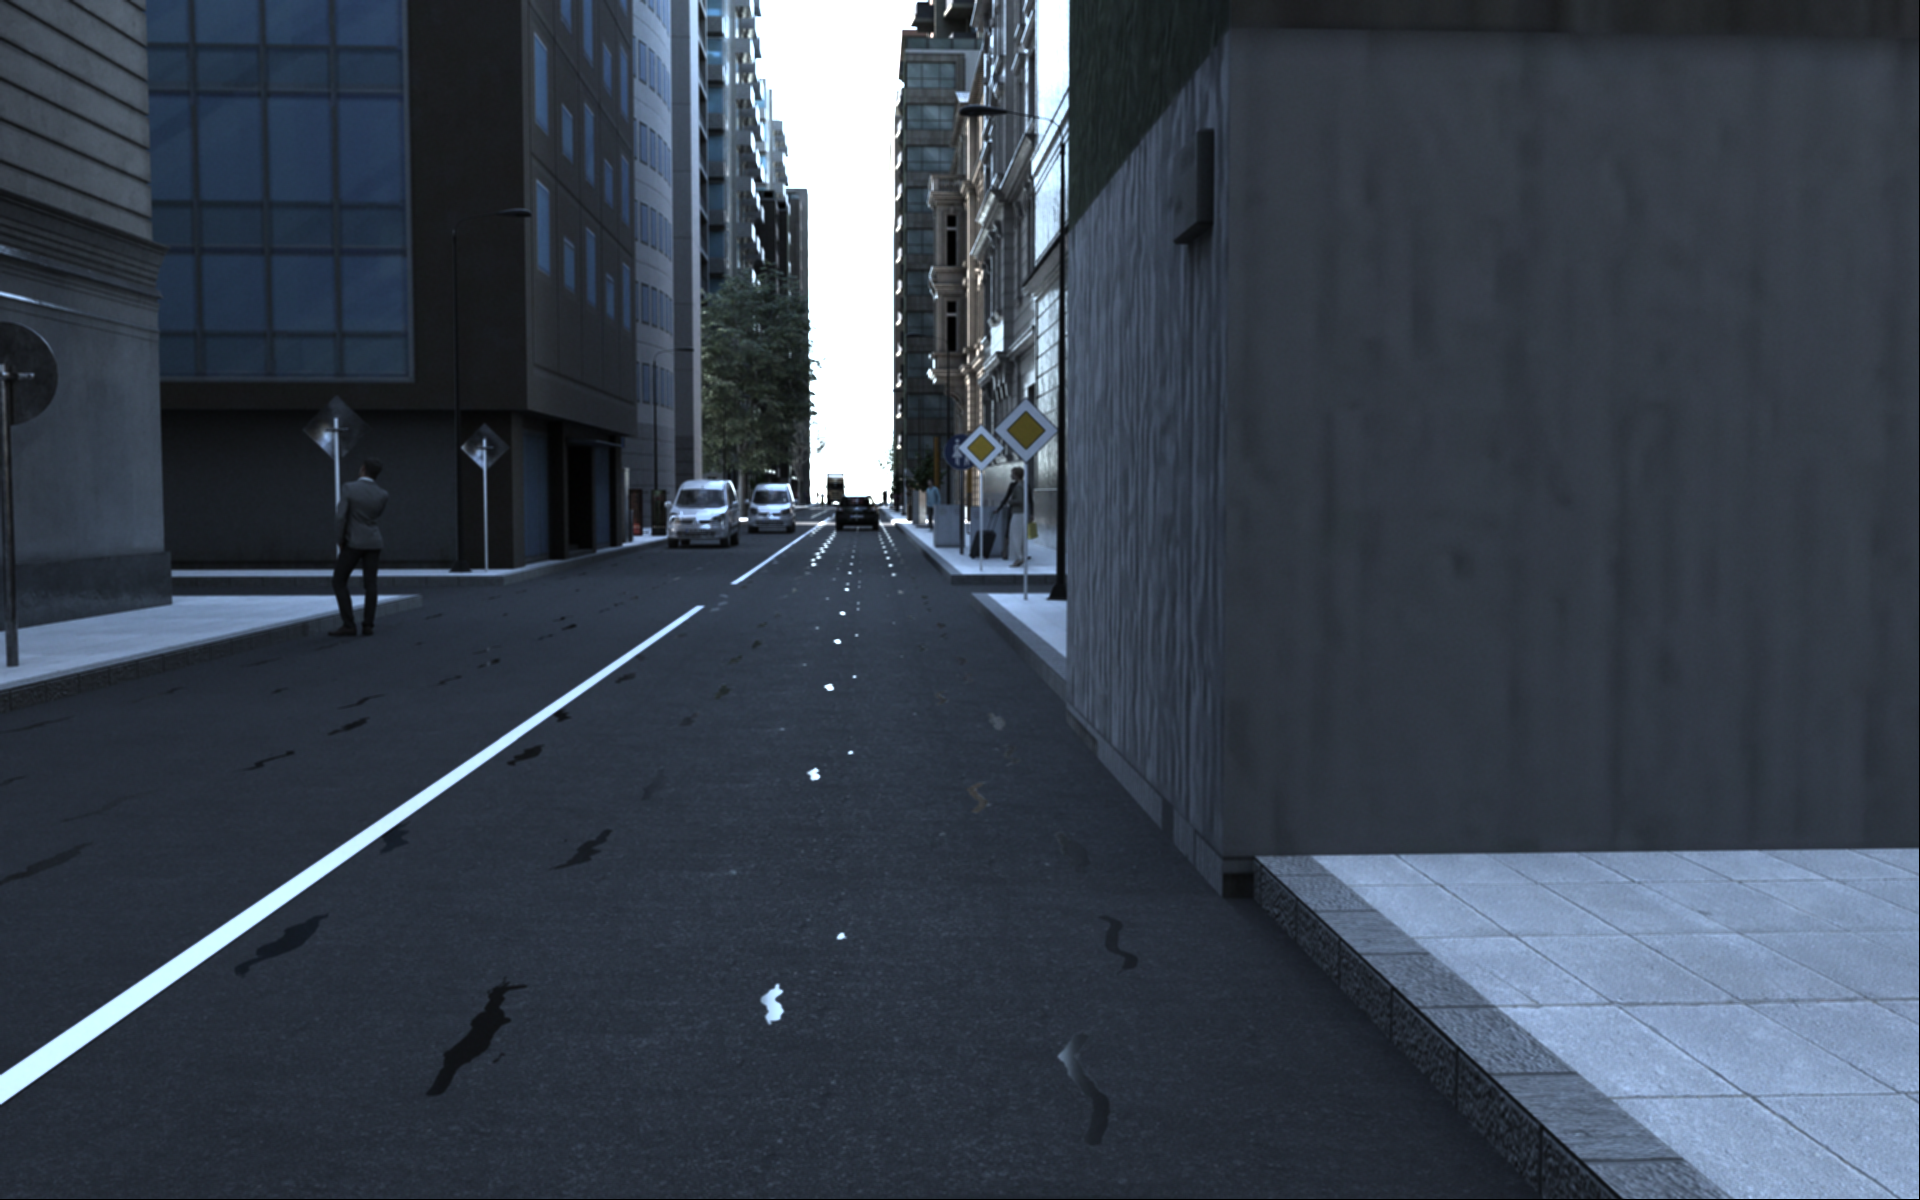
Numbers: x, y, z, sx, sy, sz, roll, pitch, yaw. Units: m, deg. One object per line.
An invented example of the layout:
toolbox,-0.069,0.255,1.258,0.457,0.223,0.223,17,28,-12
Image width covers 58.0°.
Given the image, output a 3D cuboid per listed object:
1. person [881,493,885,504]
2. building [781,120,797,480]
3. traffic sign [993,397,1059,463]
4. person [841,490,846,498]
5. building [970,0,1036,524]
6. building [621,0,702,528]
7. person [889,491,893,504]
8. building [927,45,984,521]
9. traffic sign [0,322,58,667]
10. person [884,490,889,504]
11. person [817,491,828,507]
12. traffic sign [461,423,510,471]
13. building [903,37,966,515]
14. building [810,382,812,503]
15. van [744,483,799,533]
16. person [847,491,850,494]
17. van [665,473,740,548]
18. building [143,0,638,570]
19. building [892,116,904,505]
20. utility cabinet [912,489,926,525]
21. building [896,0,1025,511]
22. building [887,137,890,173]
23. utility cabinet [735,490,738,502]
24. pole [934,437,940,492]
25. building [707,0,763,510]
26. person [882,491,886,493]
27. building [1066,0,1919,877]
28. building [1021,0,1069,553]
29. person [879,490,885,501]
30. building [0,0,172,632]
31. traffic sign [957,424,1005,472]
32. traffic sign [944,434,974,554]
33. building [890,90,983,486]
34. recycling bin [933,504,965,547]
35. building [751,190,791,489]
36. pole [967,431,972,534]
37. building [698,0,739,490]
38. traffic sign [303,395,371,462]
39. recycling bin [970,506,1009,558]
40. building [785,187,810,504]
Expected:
person,-9.328,-12.601,215.331,1.065,1.426,0.557,1,4,18
building,-31.217,-35.596,201.595,23.786,49.044,30.456,0,4,-3
traffic sign,0.815,-1.145,20.915,0.795,2.593,0.064,0,4,-3
person,-9.518,-8.097,141.416,0.617,1.759,0.750,-1,4,-22
building,7.657,-16.508,57.295,14.401,28.519,23.554,0,4,-3
building,-22.168,-32.144,67.553,21.231,58.520,28.212,0,4,-3
person,-9.151,-13.551,228.133,0.617,1.759,0.750,-2,4,-25
building,5.648,-16.361,86.586,14.460,24.649,34.723,0,4,-3
traffic sign,-7.059,-0.778,12.827,0.768,2.556,0.104,0,4,0
person,-9.080,-12.747,214.088,0.705,1.869,1.348,-2,4,-24
person,-14.951,-10.929,187.916,1.217,1.736,0.721,-1,4,-18
traffic sign,-7.810,-1.606,28.456,0.795,2.593,0.064,0,4,-3
building,3.274,-20.929,113.893,14.160,30.474,14.107,0,4,-3
building,-35.437,-24.523,245.997,27.650,21.520,28.899,0,4,-3
van,-7.042,-3.540,64.892,2.013,2.044,4.112,0,4,-4
person,-13.130,-11.987,204.939,0.568,1.767,0.683,-1,4,-16
van,-7.037,-2.487,47.677,2.013,2.044,4.112,0,4,-2
building,-14.546,-23.514,34.559,14.600,45.320,14.200,0,4,-3
building,-0.841,-33.716,201.371,14.600,45.320,14.200,0,4,-3
utility cabinet,-1.714,-3.896,72.373,0.318,1.500,1.173,1,4,14
building,5.160,-31.148,163.898,22.147,44.769,28.867,0,4,-3
building,4.081,-40.398,249.742,28.713,52.752,27.495,0,4,-3
utility cabinet,-13.299,-5.661,101.239,1.173,1.500,0.318,-2,4,-31
pole,-0.824,-4.159,61.848,0.158,3.312,0.155,0,3,0
building,-27.458,-31.829,140.008,23.786,49.044,30.456,0,4,-3
person,-9.835,-13.394,225.841,0.445,1.727,0.742,2,4,25
building,7.561,-14.723,12.424,14.160,30.474,14.107,0,4,-3
building,16.510,-12.500,37.660,30.059,22.955,16.112,0,4,-3
person,-9.627,-12.948,217.677,1.348,1.831,0.705,3,5,44
building,-17.811,-10.103,14.342,18.267,20.994,9.793,0,4,-3
traffic sign,0.373,-1.633,28.888,0.795,2.593,0.064,0,4,-3
traffic sign,0.038,-2.249,36.882,0.768,2.556,0.104,0,4,2
building,5.963,-38.723,222.361,28.713,52.752,27.495,0,4,-3
recycling bin,-0.266,-1.800,41.986,0.722,1.027,0.722,0,4,-5
building,-23.398,-23.968,163.571,14.160,30.474,14.107,0,4,-3
pole,0.302,-3.780,55.649,0.158,3.312,0.155,0,3,0
building,-24.934,-41.240,112.532,20.563,71.187,20.611,0,4,-3
traffic sign,-7.367,-1.119,20.483,0.795,2.593,0.064,0,4,-3
recycling bin,0.662,-1.396,35.382,0.722,1.027,0.722,2,4,25
building,-26.706,-33.076,224.393,14.154,41.232,14.086,0,4,-3
